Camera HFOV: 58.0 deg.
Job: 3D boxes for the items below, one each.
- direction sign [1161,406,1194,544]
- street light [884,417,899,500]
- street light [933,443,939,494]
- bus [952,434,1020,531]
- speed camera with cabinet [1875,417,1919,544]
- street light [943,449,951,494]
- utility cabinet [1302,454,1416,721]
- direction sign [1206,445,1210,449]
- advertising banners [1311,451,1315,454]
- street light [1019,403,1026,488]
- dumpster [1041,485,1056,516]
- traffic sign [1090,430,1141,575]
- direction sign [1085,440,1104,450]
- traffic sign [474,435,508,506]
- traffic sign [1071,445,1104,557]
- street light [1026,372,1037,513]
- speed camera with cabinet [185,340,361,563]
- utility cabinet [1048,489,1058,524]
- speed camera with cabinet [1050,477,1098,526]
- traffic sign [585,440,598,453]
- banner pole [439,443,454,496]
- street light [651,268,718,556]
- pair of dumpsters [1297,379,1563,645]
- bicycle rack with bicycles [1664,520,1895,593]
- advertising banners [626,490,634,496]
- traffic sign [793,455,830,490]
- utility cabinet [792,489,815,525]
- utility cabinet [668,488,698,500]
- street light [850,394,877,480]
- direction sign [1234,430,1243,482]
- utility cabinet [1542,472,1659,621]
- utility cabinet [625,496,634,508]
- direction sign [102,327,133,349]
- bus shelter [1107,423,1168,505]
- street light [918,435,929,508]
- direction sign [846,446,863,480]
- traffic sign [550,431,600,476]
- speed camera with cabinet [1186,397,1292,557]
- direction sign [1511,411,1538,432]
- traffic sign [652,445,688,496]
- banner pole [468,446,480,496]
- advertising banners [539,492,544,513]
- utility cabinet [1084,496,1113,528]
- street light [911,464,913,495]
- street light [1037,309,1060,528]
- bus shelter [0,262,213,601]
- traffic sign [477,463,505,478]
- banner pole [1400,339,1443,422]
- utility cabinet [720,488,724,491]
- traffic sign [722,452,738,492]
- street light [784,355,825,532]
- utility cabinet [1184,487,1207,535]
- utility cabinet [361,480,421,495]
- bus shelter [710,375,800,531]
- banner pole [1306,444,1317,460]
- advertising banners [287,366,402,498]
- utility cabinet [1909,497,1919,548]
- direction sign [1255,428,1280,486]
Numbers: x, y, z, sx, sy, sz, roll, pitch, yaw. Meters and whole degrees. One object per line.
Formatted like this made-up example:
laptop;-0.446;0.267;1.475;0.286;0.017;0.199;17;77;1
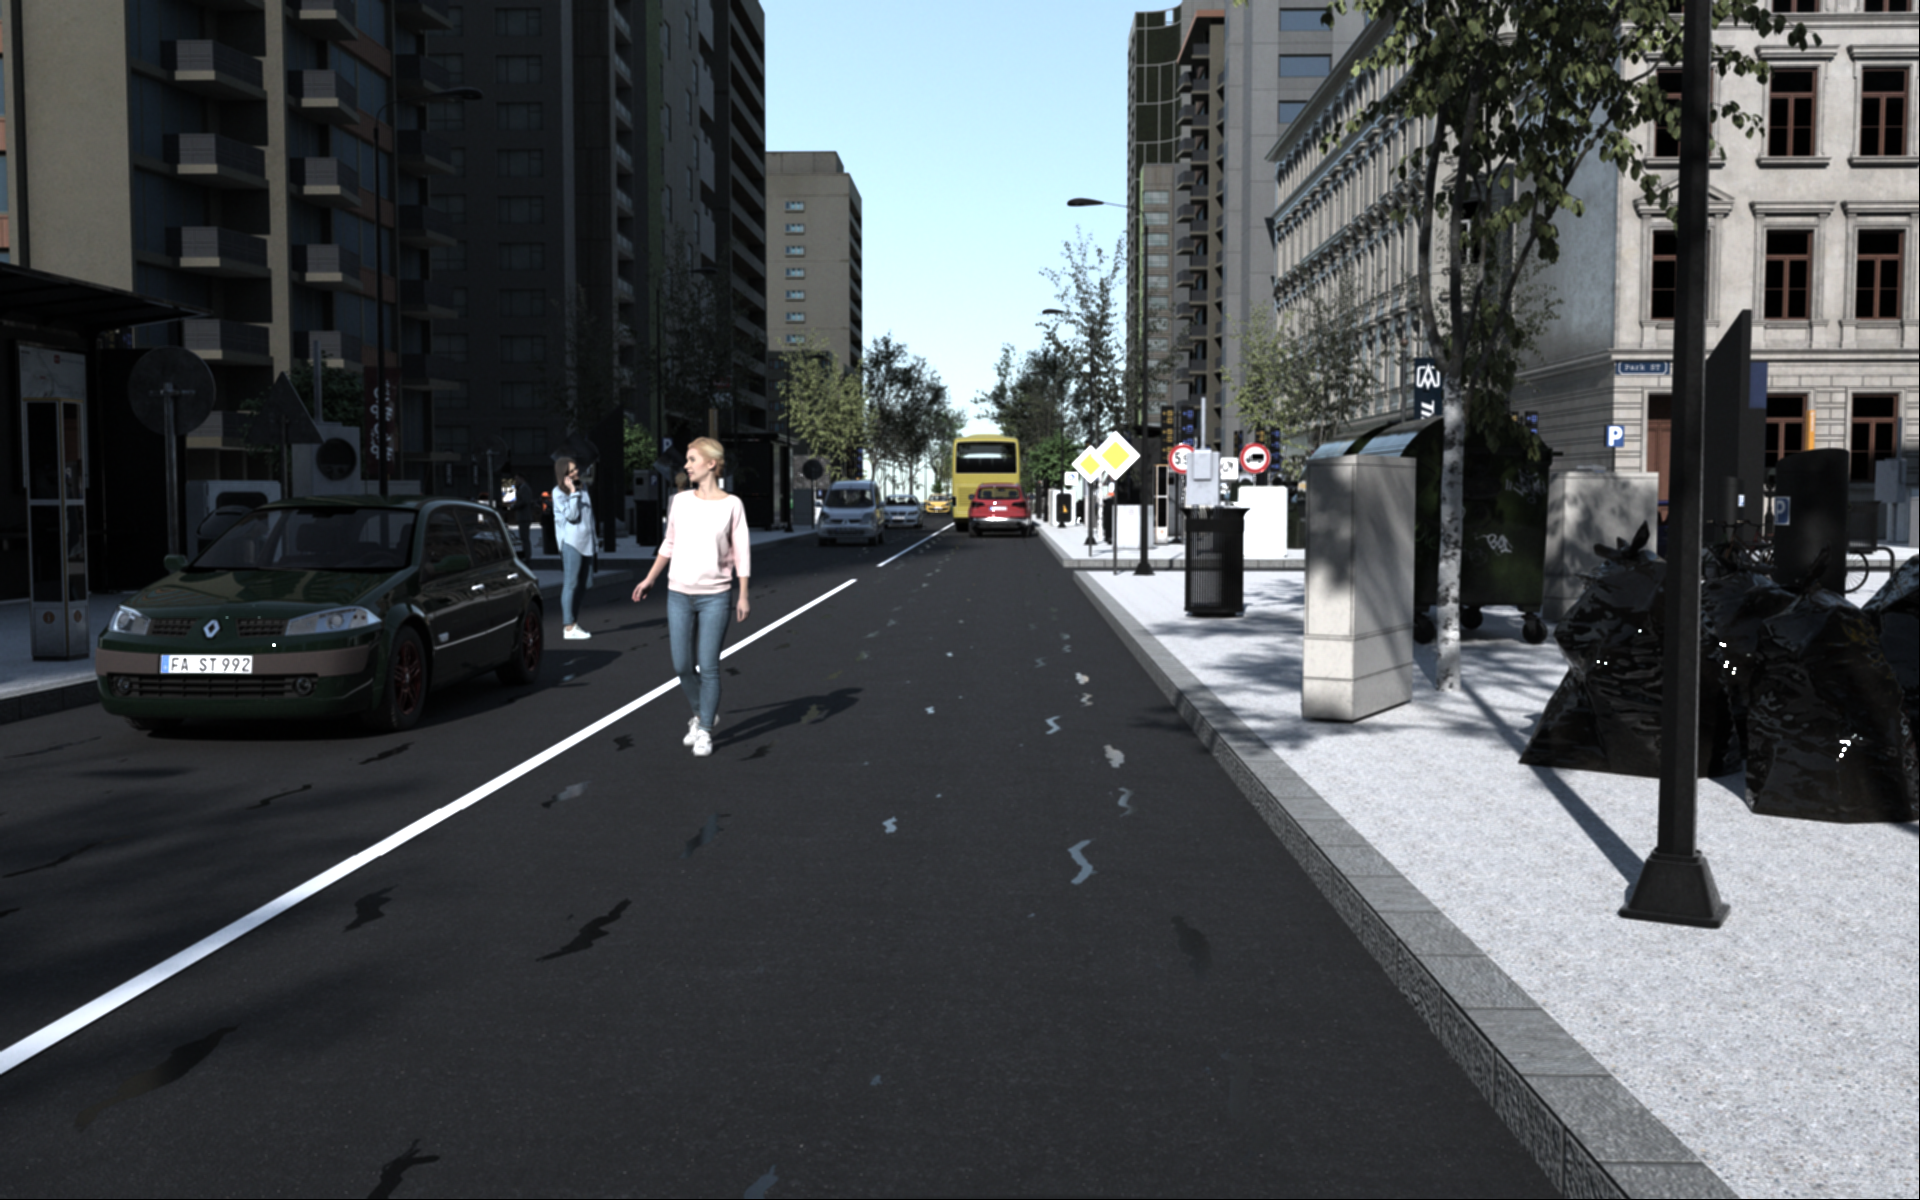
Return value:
direction sign;5.581;-3.214;44.542;0.876;3.537;0.379;-1;4;-11
street light;-3.986;-8.062;104.348;1.470;5.913;1.316;0;4;1
street light;-2.568;-11.282;156.999;1.470;5.913;1.316;0;4;1
bus;1.063;-4.800;70.033;2.896;3.916;12.252;0;4;1
speed camera with cabinet;24.564;-3.119;45.325;0.660;3.252;2.038;3;5;45
street light;-1.977;-12.639;179.194;1.470;5.913;1.316;0;4;1
utility cabinet;2.347;-0.092;10.177;0.318;1.500;1.173;2;4;30
direction sign;11.001;-5.333;79.194;0.876;3.537;0.379;0;4;-5
advertising banners;13.532;-4.490;69.601;2.074;3.025;0.090;-1;4;-12
street light;3.866;-7.064;88.042;1.470;5.913;1.316;0;4;1
dumpster;5.028;-5.641;97.984;1.264;1.857;1.865;0;4;1
traffic sign;2.454;-1.452;27.376;0.795;2.450;0.064;0;4;1
direction sign;5.642;-4.943;72.810;0.876;3.537;0.379;-2;4;-24
traffic sign;-10.096;-2.272;37.257;0.768;2.556;0.104;1;4;11
traffic sign;2.663;-1.940;35.358;0.795;2.450;0.064;0;4;1
street light;3.337;-5.702;65.765;1.470;5.913;1.316;0;4;1
speed camera with cabinet;-8.613;-1.679;21.780;0.660;3.252;2.038;3;5;42
utility cabinet;3.947;-3.921;72.788;0.318;1.500;1.173;1;4;11
speed camera with cabinet;4.722;-4.667;70.639;2.038;3.252;0.660;-1;4;-10
traffic sign;-8.795;-2.463;40.370;0.768;2.556;0.104;1;4;11
banner pole;-25.104;-5.784;84.578;0.863;3.779;0.401;-2;4;-33
street light;-5.664;-3.862;35.692;1.470;5.913;1.316;0;4;1
pair of dumpsters;4.418;-0.872;16.755;1.574;2.255;4.437;0;4;1
bicycle rack with bicycles;10.771;-0.588;23.002;2.925;0.926;2.852;0;4;-4
advertising banners;-13.021;-4.444;68.840;2.074;3.025;0.090;-1;4;-20
traffic sign;-7.897;-5.922;90.694;2.265;3.308;0.079;1;4;9
utility cabinet;-6.495;-3.805;70.887;1.173;1.500;0.318;2;4;34
utility cabinet;-9.634;-3.177;60.624;1.173;1.500;0.318;0;4;0
street light;-4.541;-6.615;80.693;1.470;5.913;1.316;0;4;1
direction sign;9.950;-4.281;61.985;0.379;3.537;0.876;-1;4;-9
utility cabinet;6.448;-0.537;17.458;1.173;1.500;0.318;-1;4;-21
utility cabinet;-12.612;-3.433;67.298;1.020;1.237;0.306;-3;5;-40
direction sign;-11.106;-1.892;22.926;0.379;3.537;0.876;0;4;-3
bus shelter;6.167;-4.213;60.169;1.731;3.624;6.357;0;4;1
street light;-3.173;-9.889;134.221;1.470;5.913;1.316;0;4;1
direction sign;-4.984;-5.503;81.974;0.876;3.537;0.379;2;4;27
traffic sign;-6.137;-1.467;27.620;0.795;2.450;0.064;0;4;1
speed camera with cabinet;5.698;-2.523;35.587;2.038;3.252;0.660;1;4;13
direction sign;15.334;-3.388;47.386;0.876;3.537;0.379;0;4;3
traffic sign;-5.928;-1.955;35.602;0.795;2.450;0.064;0;4;1
banner pole;-25.315;-6.119;90.065;0.401;3.779;0.863;3;5;41
advertising banners;-21.830;-5.942;93.335;2.074;3.025;0.090;2;4;27
utility cabinet;5.231;-3.318;65.410;1.020;1.237;0.306;1;4;17
street light;-3.748;-8.531;112.026;1.470;5.913;1.316;0;4;1
street light;2.756;-4.344;43.570;1.470;5.913;1.316;0;4;1
bus shelter;-10.507;-1.709;19.227;1.731;3.624;6.357;0;4;2
traffic sign;-10.622;-2.390;39.186;0.768;2.556;0.104;1;4;10
banner pole;7.388;-2.322;27.983;0.863;3.779;0.401;0;4;3
utility cabinet;-9.478;-3.578;67.184;1.173;1.500;0.318;1;4;13
traffic sign;-6.990;-3.144;51.508;0.768;2.556;0.104;0;4;3
street light;-5.198;-5.220;57.890;1.470;5.913;1.316;0;4;1
utility cabinet;7.035;-2.742;53.509;1.173;1.500;0.318;1;4;13
utility cabinet;-9.366;-1.185;28.060;1.173;1.500;0.318;-2;4;-31
bus shelter;-7.246;-5.094;60.911;2.179;5.291;8.768;0;4;2
banner pole;17.567;-5.906;86.588;0.401;3.779;0.863;-3;4;-37
advertising banners;-8.566;-1.667;23.439;2.074;3.025;0.090;-2;4;-34
utility cabinet;22.761;-1.814;40.818;0.306;1.237;1.020;0;4;4
direction sign;10.476;-4.102;59.057;0.876;3.537;0.379;-1;4;-9
